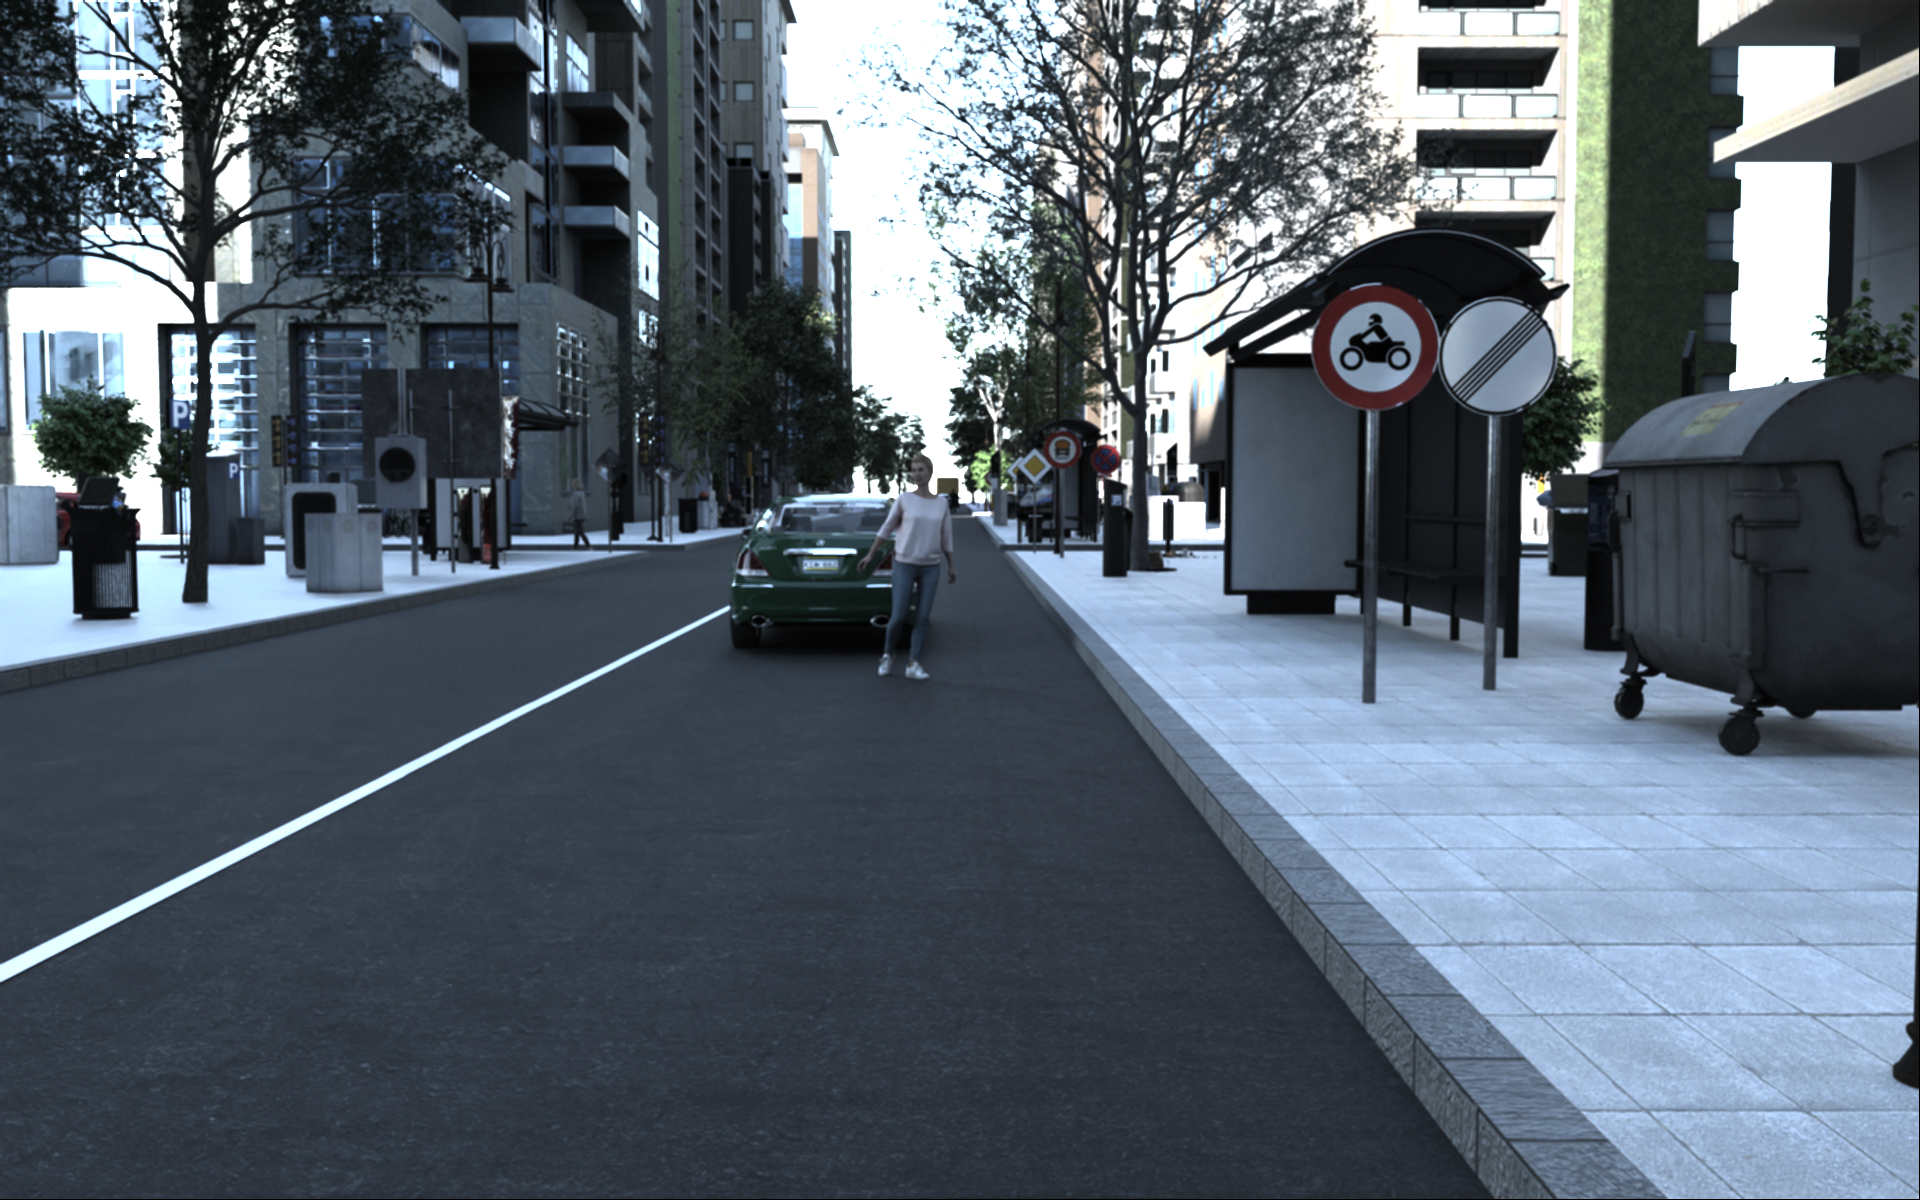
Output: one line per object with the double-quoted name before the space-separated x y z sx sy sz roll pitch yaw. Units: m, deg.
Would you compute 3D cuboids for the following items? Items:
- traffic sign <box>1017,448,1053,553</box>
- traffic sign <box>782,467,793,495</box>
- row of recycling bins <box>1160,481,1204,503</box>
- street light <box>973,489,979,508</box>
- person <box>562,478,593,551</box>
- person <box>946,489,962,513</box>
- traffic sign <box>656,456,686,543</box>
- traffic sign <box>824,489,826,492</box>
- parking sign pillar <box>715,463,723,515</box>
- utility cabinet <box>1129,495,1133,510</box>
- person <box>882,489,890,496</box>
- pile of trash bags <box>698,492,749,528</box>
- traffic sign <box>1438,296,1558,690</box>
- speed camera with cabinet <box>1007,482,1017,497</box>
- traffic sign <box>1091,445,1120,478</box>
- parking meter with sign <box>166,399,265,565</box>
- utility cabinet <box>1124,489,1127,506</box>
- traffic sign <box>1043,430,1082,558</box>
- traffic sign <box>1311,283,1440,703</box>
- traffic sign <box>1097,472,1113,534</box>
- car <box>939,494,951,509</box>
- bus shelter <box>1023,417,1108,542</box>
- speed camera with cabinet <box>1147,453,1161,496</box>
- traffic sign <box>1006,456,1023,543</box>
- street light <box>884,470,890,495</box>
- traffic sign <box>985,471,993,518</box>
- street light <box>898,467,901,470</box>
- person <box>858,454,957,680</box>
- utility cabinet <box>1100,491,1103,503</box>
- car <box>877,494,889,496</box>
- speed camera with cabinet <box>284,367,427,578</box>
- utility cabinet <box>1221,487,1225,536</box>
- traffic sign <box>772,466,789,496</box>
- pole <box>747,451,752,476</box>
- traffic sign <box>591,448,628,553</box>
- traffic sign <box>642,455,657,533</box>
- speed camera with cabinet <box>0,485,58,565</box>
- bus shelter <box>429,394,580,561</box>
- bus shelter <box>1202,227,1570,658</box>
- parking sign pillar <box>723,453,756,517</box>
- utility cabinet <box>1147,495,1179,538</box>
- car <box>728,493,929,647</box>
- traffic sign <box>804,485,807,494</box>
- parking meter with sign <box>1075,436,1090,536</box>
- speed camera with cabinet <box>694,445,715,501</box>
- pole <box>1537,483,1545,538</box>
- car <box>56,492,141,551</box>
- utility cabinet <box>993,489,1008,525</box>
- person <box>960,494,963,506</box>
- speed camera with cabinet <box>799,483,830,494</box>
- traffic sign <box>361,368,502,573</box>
"traffic sign" 1.615 -2.070 37.488 0.795 2.450 0.064 0 3 0
"traffic sign" -8.276 -5.012 82.049 0.768 2.556 0.104 0 4 2
"row of recycling bins" 7.341 -3.053 57.024 1.069 1.692 3.534 0 4 -4
"street light" 1.714 -11.610 162.618 0.468 5.910 1.993 0 3 0
"person" -8.933 -1.945 40.489 0.728 1.800 0.709 1 4 11
"person" -0.502 -7.518 131.449 1.348 1.821 0.705 0 4 -1
"traffic sign" -7.596 -2.559 45.474 0.795 2.450 0.064 0 3 0
"traffic sign" -9.358 -7.337 120.058 0.768 2.556 0.104 0 4 5
"parking sign pillar" -14.527 -7.041 103.598 1.447 3.967 1.447 1 4 10
"utility cabinet" 8.414 -4.262 80.843 1.020 1.237 0.306 2 4 24
"person" -5.728 -7.573 132.458 1.348 1.807 0.705 -1 4 -19
"pile of trash bags" -9.313 -3.454 66.233 1.912 1.369 3.447 0 4 8
"traffic sign" 3.475 -0.684 11.290 0.768 2.556 0.104 0 4 1
"speed camera with cabinet" 3.543 -7.409 115.466 0.660 3.252 2.038 3 5 45
"traffic sign" 3.752 -2.727 44.696 0.768 2.556 0.104 0 4 7
"parking meter with sign" -13.581 -2.168 31.704 1.738 3.016 0.543 1 4 16
"utility cabinet" 4.930 -2.735 53.394 0.318 1.500 1.173 0 4 -2
"traffic sign" 2.053 -2.121 34.791 0.768 2.556 0.104 0 4 2
"traffic sign" 2.515 -0.640 10.572 0.768 2.556 0.104 0 4 5
"traffic sign" 4.425 -3.380 55.259 0.884 2.594 0.081 0 4 4
"car" -1.609 -9.581 168.653 2.014 1.417 4.499 0 4 1
"bus shelter" 2.876 -3.334 48.427 2.014 3.302 5.546 0 3 0
"speed camera with cabinet" 9.813 -5.546 85.010 2.038 3.252 0.660 -3 4 -36
"traffic sign" 1.599 -2.558 45.473 0.795 2.450 0.064 0 3 0
"street light" -8.391 -14.244 205.684 0.468 5.910 1.993 0 3 0
"traffic sign" 1.732 -5.716 93.558 0.768 2.556 0.104 0 4 5
"street light" -8.404 -16.289 239.116 0.468 5.910 1.993 0 3 0
"person" -0.455 -0.264 13.493 0.731 1.740 0.598 -2 4 -27
"utility cabinet" 8.688 -5.765 102.941 0.318 1.500 1.173 -1 4 -18
"car" -5.446 -6.398 116.412 2.131 1.459 4.920 0 4 0
"speed camera with cabinet" -9.367 -1.988 26.843 2.038 3.252 0.660 0 4 -6
"utility cabinet" 8.025 -2.653 52.051 0.318 1.500 1.173 0 4 4
"traffic sign" -8.028 -4.727 77.385 0.768 2.556 0.104 0 4 6
"pole" -10.015 -5.425 82.549 0.158 3.312 0.155 0 3 0
"traffic sign" -7.579 -2.070 37.489 0.795 2.450 0.064 0 3 0
"traffic sign" -10.087 -3.474 56.912 0.768 2.556 0.104 0 4 5
"speed camera with cabinet" -17.373 -2.249 31.104 0.660 3.252 2.038 2 4 30
"bus shelter" -9.416 -2.552 35.651 2.014 3.302 5.546 0 4 0
"bus shelter" 3.606 -1.345 15.920 2.014 3.302 5.546 0 3 0
"parking sign pillar" -12.075 -6.602 96.416 1.447 3.967 1.447 -2 4 -31
"utility cabinet" 5.909 -2.440 51.051 1.020 1.237 0.306 2 4 28
"car" -1.233 -0.356 17.625 2.131 1.459 4.920 0 3 0
"traffic sign" -9.852 -6.771 110.811 0.768 2.556 0.104 0 4 8
"parking meter with sign" 3.789 -3.480 53.155 0.543 3.016 1.738 0 4 -3
"speed camera with cabinet" -10.401 -4.666 70.620 0.660 3.252 2.038 0 4 0
"pole" 16.947 -3.464 50.486 0.158 3.312 0.155 0 3 0
"car" -22.062 -1.983 41.464 4.494 1.783 2.155 0 4 0
"utility cabinet" 1.652 -3.765 70.238 0.318 1.500 1.173 -1 4 -13
"person" 0.104 -12.364 213.875 0.599 1.433 0.991 -1 4 -18
"speed camera with cabinet" -9.479 -7.247 112.829 2.038 3.252 0.660 -2 4 -32
"traffic sign" -8.576 -2.095 28.122 2.265 3.308 0.079 0 4 1
